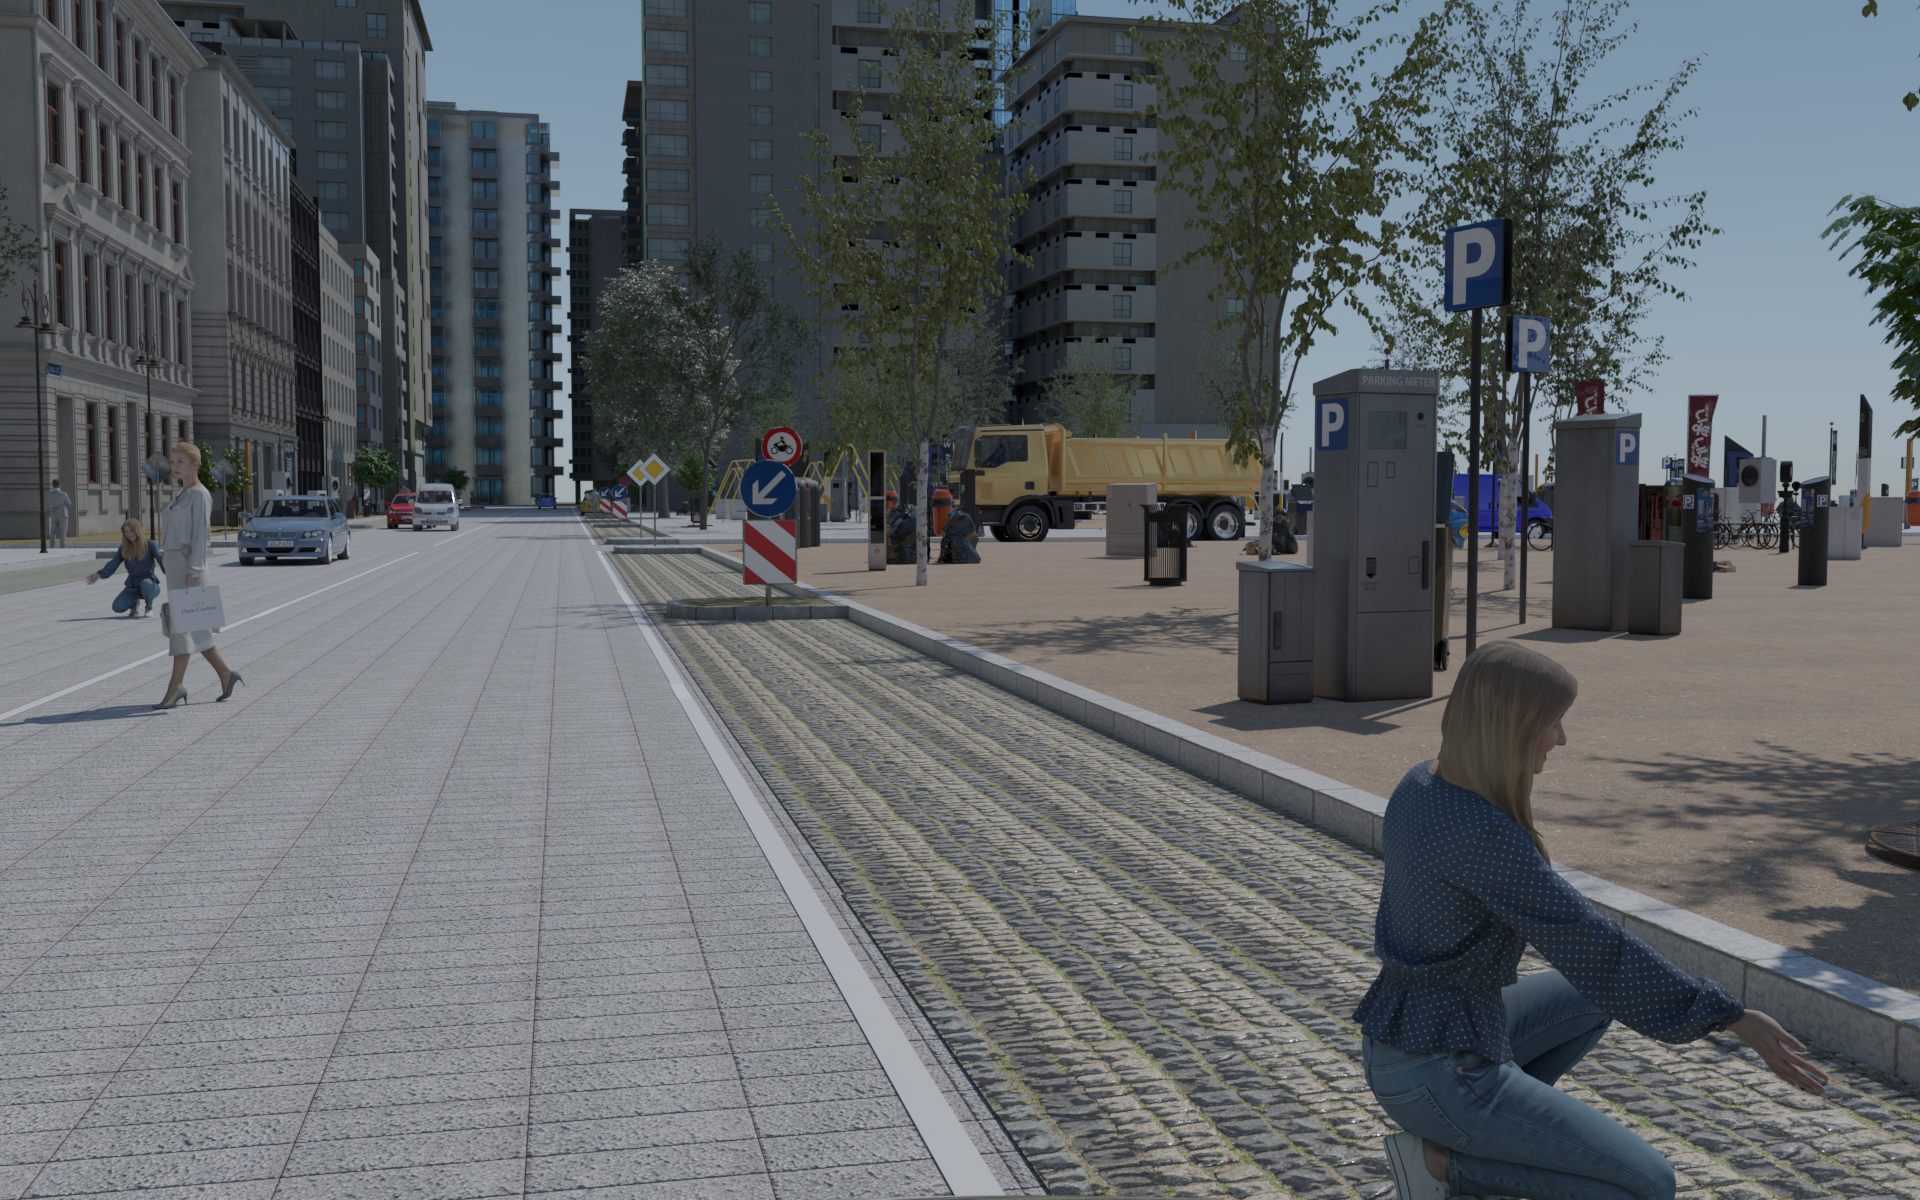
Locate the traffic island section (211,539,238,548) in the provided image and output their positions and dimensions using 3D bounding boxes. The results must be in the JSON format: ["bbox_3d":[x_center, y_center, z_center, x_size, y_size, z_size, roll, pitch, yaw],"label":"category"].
[{"bbox_3d":[-20.227,-1.553,47.668,2.009,0.180,2.903,-1,4,-13],"label":"traffic island section"}]

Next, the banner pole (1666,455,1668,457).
[{"bbox_3d":[45.731,-7.430,111.494,0.863,3.779,0.401,2,4,29],"label":"banner pole"}]

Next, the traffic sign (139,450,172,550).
[{"bbox_3d":[-18.427,-2.213,39.826,0.795,2.450,0.064,-1,4,-13],"label":"traffic sign"}]

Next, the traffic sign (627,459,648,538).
[{"bbox_3d":[-9.239,-2.841,50.087,0.795,2.450,0.064,-1,4,-13],"label":"traffic sign"}]

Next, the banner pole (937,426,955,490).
[{"bbox_3d":[-0.565,-4.513,63.799,0.863,3.779,0.401,0,4,7],"label":"banner pole"}]

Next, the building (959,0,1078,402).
[{"bbox_3d":[3.436,-55.951,227.472,31.000,86.520,22.319,-1,4,-13],"label":"building"}]

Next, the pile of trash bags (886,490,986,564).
[{"bbox_3d":[-0.480,-1.436,33.233,1.912,1.369,3.447,0,4,4],"label":"pile of trash bags"}]

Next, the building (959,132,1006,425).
[{"bbox_3d":[-3.203,-31.376,196.596,14.086,41.232,14.154,-1,4,-13],"label":"building"}]

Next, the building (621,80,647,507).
[{"bbox_3d":[-24.442,-32.404,184.431,22.147,44.769,28.867,-1,4,-13],"label":"building"}]

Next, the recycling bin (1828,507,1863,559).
[{"bbox_3d":[17.334,-1.330,34.295,0.722,1.027,0.722,0,4,1],"label":"recycling bin"}]

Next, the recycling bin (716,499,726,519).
[{"bbox_3d":[-11.968,-4.633,88.307,0.722,1.027,0.722,2,4,31],"label":"recycling bin"}]

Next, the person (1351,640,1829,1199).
[{"bbox_3d":[1.150,0.643,3.485,0.738,1.151,1.012,0,4,3],"label":"person"}]

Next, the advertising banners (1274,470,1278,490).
[{"bbox_3d":[23.354,-7.933,125.884,0.090,3.025,2.074,-1,4,-21],"label":"advertising banners"}]

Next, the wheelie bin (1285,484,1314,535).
[{"bbox_3d":[10.662,-2.845,54.430,0.980,1.594,0.693,-1,4,-18],"label":"wheelie bin"}]

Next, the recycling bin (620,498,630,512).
[{"bbox_3d":[-23.664,-6.712,122.297,0.722,1.027,0.722,-1,4,-11],"label":"recycling bin"}]

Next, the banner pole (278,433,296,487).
[{"bbox_3d":[-27.528,-4.938,70.752,0.401,3.779,0.863,3,5,41],"label":"banner pole"}]

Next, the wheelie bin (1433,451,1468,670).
[{"bbox_3d":[3.308,-0.306,12.904,0.980,1.594,0.693,1,4,21],"label":"wheelie bin"}]

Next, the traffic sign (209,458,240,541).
[{"bbox_3d":[-20.206,-2.689,47.611,0.795,2.450,0.064,-1,4,-13],"label":"traffic sign"}]

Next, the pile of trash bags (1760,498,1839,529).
[{"bbox_3d":[30.726,-3.294,63.617,1.912,1.369,3.447,-1,4,-20],"label":"pile of trash bags"}]

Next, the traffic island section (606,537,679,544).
[{"bbox_3d":[-9.218,-1.706,50.169,2.009,0.180,2.903,-1,4,-13],"label":"traffic island section"}]

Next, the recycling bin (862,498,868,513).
[{"bbox_3d":[-6.319,-6.517,119.106,0.722,1.027,0.722,-2,4,-28],"label":"recycling bin"}]

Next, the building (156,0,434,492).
[{"bbox_3d":[-67.870,-35.771,174.088,27.495,52.752,28.713,-1,4,-13],"label":"building"}]

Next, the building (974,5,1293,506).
[{"bbox_3d":[18.593,-36.999,194.176,27.495,52.752,28.713,-1,4,-13],"label":"building"}]

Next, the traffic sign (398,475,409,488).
[{"bbox_3d":[-38.666,-7.353,120.222,0.884,2.594,0.081,0,4,-8],"label":"traffic sign"}]

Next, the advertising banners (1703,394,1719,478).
[{"bbox_3d":[12.262,-2.099,30.500,2.074,3.025,0.090,0,4,4],"label":"advertising banners"}]

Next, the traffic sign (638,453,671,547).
[{"bbox_3d":[-7.460,-2.364,42.302,0.795,2.450,0.064,-1,4,-13],"label":"traffic sign"}]

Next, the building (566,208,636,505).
[{"bbox_3d":[-38.498,-32.545,223.996,23.993,40.220,32.217,-1,4,-13],"label":"building"}]

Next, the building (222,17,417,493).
[{"bbox_3d":[-56.273,-28.710,152.998,14.154,41.232,14.086,-1,4,-13],"label":"building"}]

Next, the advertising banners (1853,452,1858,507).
[{"bbox_3d":[34.092,-4.267,65.950,0.090,3.025,2.074,2,4,26],"label":"advertising banners"}]

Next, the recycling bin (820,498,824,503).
[{"bbox_3d":[-8.648,-5.804,107.447,0.722,1.027,0.722,-1,4,-10],"label":"recycling bin"}]

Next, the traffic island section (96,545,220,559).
[{"bbox_3d":[-18.448,-1.077,39.883,2.009,0.180,2.903,-1,4,-13],"label":"traffic island section"}]

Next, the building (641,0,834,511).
[{"bbox_3d":[-17.723,-27.650,135.668,14.154,41.232,14.086,-1,4,-13],"label":"building"}]

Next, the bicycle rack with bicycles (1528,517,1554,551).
[{"bbox_3d":[14.678,-1.573,39.095,2.925,0.926,2.852,3,5,41],"label":"bicycle rack with bicycles"}]

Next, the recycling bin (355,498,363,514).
[{"bbox_3d":[-37.805,-5.905,109.105,0.722,1.027,0.722,-3,4,-36],"label":"recycling bin"}]

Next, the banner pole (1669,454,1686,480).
[{"bbox_3d":[44.491,-7.174,107.304,0.401,3.779,0.863,-3,5,-42],"label":"banner pole"}]

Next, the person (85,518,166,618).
[{"bbox_3d":[-9.489,-0.374,20.111,1.012,1.151,0.738,0,4,-5],"label":"person"}]

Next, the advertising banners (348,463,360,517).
[{"bbox_3d":[-34.360,-6.236,98.151,0.090,3.025,2.074,0,4,-5],"label":"advertising banners"}]

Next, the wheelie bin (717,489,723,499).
[{"bbox_3d":[-15.798,-6.366,111.994,0.980,1.594,0.693,2,4,31],"label":"wheelie bin"}]

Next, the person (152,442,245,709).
[{"bbox_3d":[-5.174,-0.176,11.735,0.624,1.780,0.694,-2,4,-31],"label":"person"}]

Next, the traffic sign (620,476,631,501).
[{"bbox_3d":[-23.466,-7.421,121.447,0.768,2.556,0.104,0,4,-7],"label":"traffic sign"}]

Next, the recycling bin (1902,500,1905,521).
[{"bbox_3d":[42.636,-3.975,77.553,0.722,1.027,0.722,-1,4,-13],"label":"recycling bin"}]

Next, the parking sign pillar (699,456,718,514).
[{"bbox_3d":[-15.935,-7.432,109.983,1.447,3.967,1.447,-3,5,-41],"label":"parking sign pillar"}]

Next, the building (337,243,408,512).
[{"bbox_3d":[-57.669,-17.495,131.080,27.650,21.520,28.899,-1,4,-13],"label":"building"}]

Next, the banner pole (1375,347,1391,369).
[{"bbox_3d":[7.279,-2.439,29.894,0.401,3.779,0.863,0,4,-4],"label":"banner pole"}]

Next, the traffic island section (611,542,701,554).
[{"bbox_3d":[-7.439,-1.230,42.384,2.009,0.180,2.903,-1,4,-13],"label":"traffic island section"}]

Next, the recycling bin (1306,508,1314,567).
[{"bbox_3d":[5.636,-0.809,25.787,0.722,1.027,0.722,3,5,39],"label":"recycling bin"}]

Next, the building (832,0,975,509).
[{"bbox_3d":[-14.131,-34.758,157.530,28.713,52.752,27.495,-1,4,-13],"label":"building"}]

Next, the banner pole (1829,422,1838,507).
[{"bbox_3d":[30.141,-4.271,59.841,0.401,3.779,0.863,1,4,10],"label":"banner pole"}]

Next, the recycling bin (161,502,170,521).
[{"bbox_3d":[-24.994,-2.620,55.390,0.722,1.027,0.722,1,4,16],"label":"recycling bin"}]

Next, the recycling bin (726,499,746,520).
[{"bbox_3d":[-10.886,-4.415,84.744,0.722,1.027,0.722,-1,4,-19],"label":"recycling bin"}]

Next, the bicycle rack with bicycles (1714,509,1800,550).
[{"bbox_3d":[18.602,-1.682,40.880,2.925,0.926,2.852,0,4,1],"label":"bicycle rack with bicycles"}]

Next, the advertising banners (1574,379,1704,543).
[{"bbox_3d":[10.055,-1.816,25.882,0.090,3.025,2.074,-2,4,-35],"label":"advertising banners"}]

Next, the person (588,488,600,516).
[{"bbox_3d":[-22.889,-6.104,108.422,0.709,1.813,0.853,-3,5,-40],"label":"person"}]

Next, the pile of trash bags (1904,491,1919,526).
[{"bbox_3d":[26.052,-2.175,45.319,3.447,1.369,1.912,-1,4,-23],"label":"pile of trash bags"}]

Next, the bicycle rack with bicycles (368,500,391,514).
[{"bbox_3d":[-38.059,-6.141,113.780,2.852,0.926,2.925,-1,4,-17],"label":"bicycle rack with bicycles"}]

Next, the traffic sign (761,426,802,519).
[{"bbox_3d":[-3.363,-1.997,32.753,0.768,2.556,0.104,0,4,-5],"label":"traffic sign"}]

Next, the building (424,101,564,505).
[{"bbox_3d":[-64.769,-36.337,213.723,30.456,49.044,23.786,-1,4,-13],"label":"building"}]

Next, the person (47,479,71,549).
[{"bbox_3d":[-21.903,-2.047,42.157,0.511,1.800,0.466,-1,4,-8],"label":"person"}]
